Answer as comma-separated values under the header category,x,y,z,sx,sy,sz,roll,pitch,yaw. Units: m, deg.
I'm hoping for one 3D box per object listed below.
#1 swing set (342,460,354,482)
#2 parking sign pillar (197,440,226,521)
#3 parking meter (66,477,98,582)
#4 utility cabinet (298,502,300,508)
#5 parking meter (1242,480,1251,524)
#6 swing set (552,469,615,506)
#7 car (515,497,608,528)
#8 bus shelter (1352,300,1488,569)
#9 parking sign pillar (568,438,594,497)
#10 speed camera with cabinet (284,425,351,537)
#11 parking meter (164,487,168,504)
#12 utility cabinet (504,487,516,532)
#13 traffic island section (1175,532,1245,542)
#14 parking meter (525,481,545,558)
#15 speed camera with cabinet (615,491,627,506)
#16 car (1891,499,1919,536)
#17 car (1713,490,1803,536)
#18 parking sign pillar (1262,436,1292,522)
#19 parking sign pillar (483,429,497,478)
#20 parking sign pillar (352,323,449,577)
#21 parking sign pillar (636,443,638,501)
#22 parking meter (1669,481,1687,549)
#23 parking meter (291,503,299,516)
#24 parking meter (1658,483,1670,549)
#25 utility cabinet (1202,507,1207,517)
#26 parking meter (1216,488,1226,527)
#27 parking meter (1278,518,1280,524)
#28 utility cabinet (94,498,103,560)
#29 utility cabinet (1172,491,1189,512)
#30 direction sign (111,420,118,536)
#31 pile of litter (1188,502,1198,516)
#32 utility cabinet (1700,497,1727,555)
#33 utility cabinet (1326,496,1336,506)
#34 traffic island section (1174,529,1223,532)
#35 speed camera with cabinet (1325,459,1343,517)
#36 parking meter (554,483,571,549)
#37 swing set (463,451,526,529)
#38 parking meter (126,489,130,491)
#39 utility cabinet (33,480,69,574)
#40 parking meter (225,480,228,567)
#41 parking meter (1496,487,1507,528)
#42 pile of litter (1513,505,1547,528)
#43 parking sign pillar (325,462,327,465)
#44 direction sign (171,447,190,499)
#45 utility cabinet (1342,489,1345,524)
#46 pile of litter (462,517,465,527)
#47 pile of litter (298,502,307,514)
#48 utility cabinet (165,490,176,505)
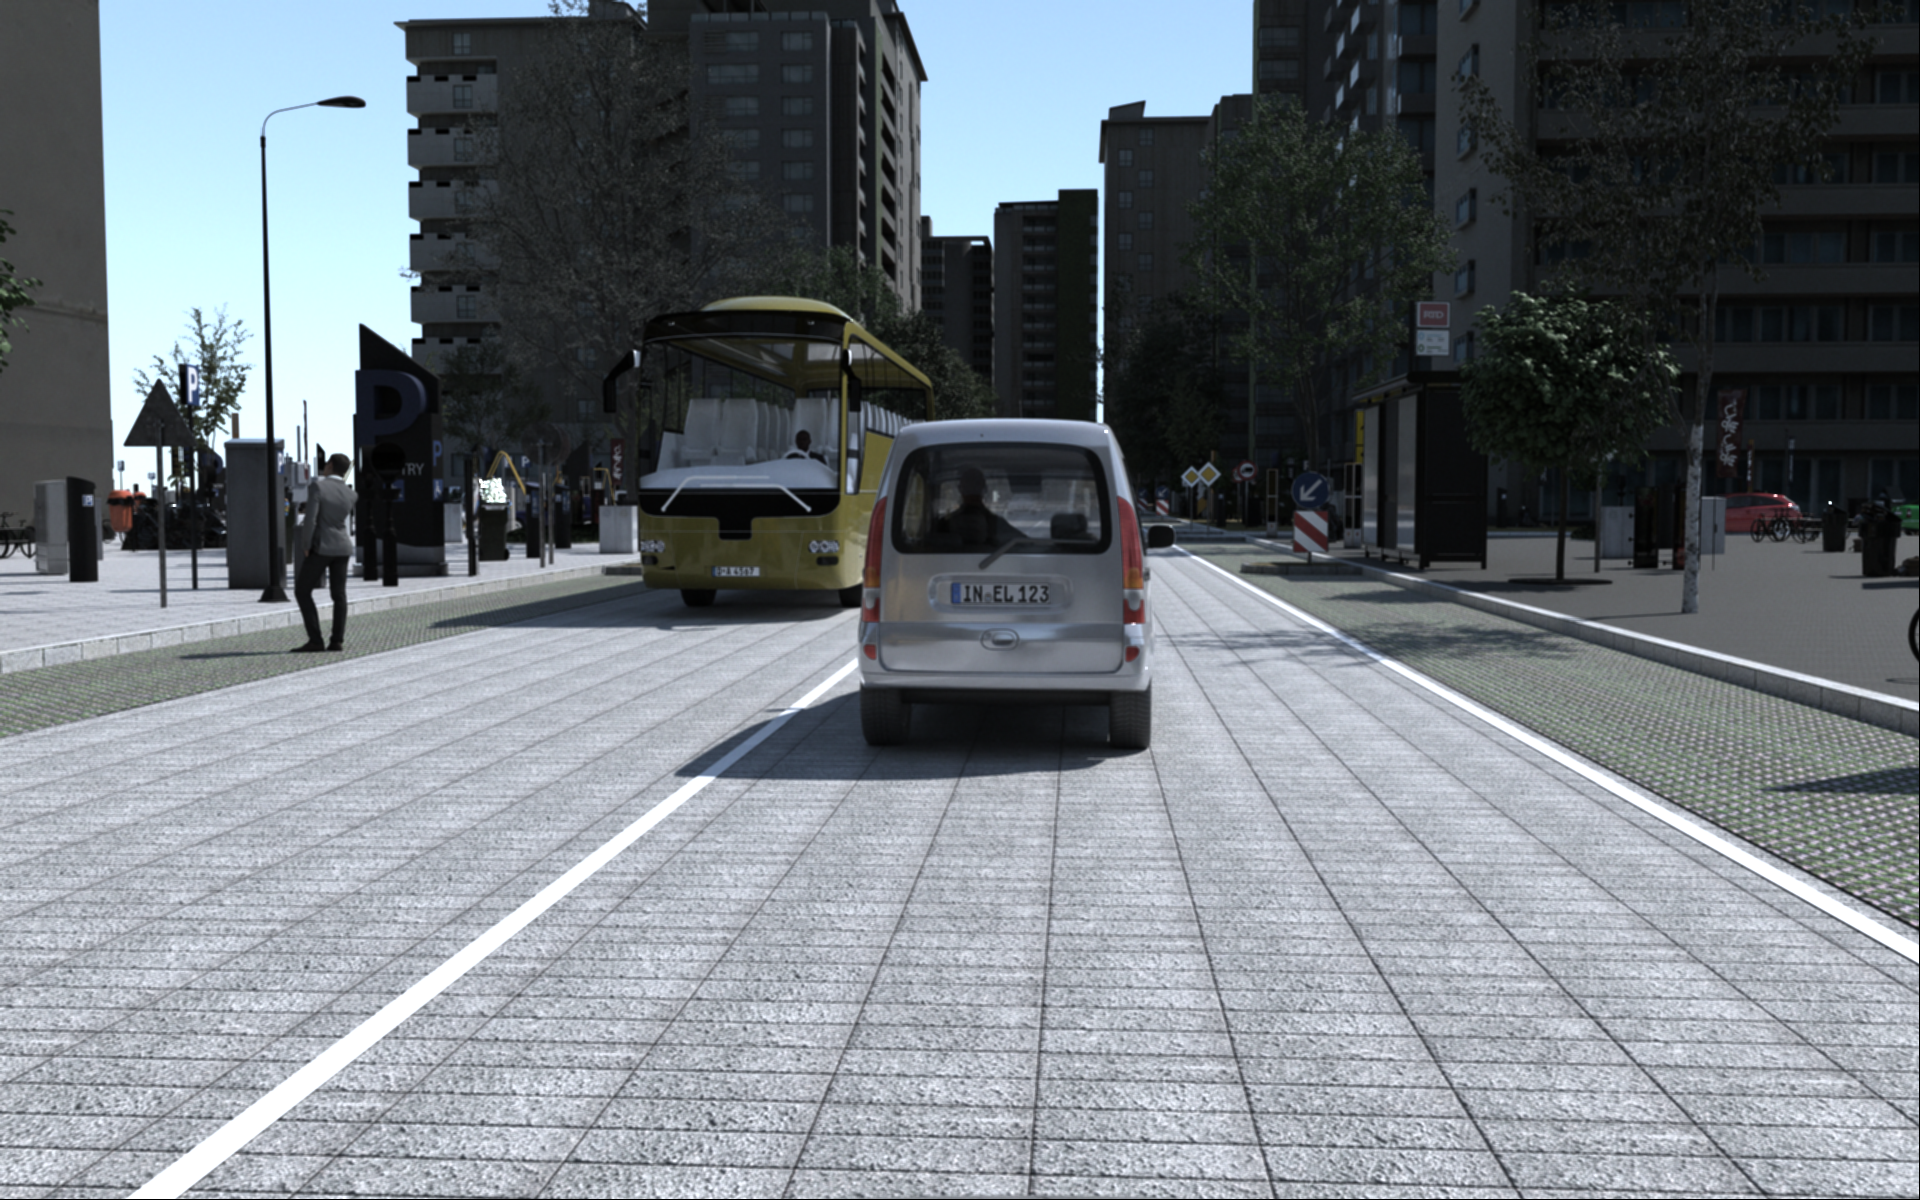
category,x,y,z,sx,sy,sz,roll,pitch,yaw
swing set,-26.910,-4.870,77.248,2.862,2.851,3.119,-1,4,-22
parking sign pillar,-36.142,-5.822,83.667,1.447,3.967,1.447,2,4,24
parking meter,-12.834,-1.035,25.326,0.372,1.533,0.369,0,3,0
utility cabinet,-48.946,-7.131,127.760,0.306,1.237,1.020,-3,4,-37
parking meter,12.275,-4.186,74.152,0.399,1.863,0.255,0,4,-1
swing set,-22.866,-6.649,106.333,3.119,2.851,2.862,-2,4,-35
car,-13.623,-2.812,58.549,3.894,1.354,1.945,0,4,3
bus shelter,8.944,-3.425,33.634,2.179,5.291,8.768,0,4,4
parking sign pillar,-18.488,-5.871,84.458,1.447,3.967,1.447,2,4,31
speed camera with cabinet,-18.836,-3.440,50.587,0.660,3.252,2.038,2,4,30
parking meter,-61.326,-7.822,133.593,0.255,1.863,0.399,2,4,26
utility cabinet,-14.672,-2.819,54.772,1.173,1.500,0.318,1,4,9
traffic island section,7.632,-1.888,53.150,2.009,0.180,2.903,0,4,4
parking meter,-8.531,-1.614,34.796,0.372,1.533,0.369,0,3,0
speed camera with cabinet,-16.234,-5.645,86.636,2.038,3.252,0.660,-1,4,-10
car,32.489,-2.868,55.688,4.718,1.807,1.959,0,4,5
car,25.105,-2.914,56.680,4.494,1.783,2.155,0,4,6
parking sign pillar,14.721,-5.626,80.463,1.447,3.967,1.447,1,4,9
parking sign pillar,-19.390,-5.081,71.552,1.447,3.967,1.447,-1,4,-18
parking sign pillar,-8.828,-2.370,27.227,1.447,3.967,1.447,0,4,8
parking sign pillar,-11.270,-4.553,62.914,1.447,3.967,1.447,-3,4,-36
parking meter,13.981,-1.524,33.334,0.372,1.533,0.369,0,3,0
parking meter,-39.659,-5.964,103.224,0.255,1.863,0.399,1,4,17
parking meter,16.532,-1.966,40.562,0.372,1.533,0.369,0,3,0
utility cabinet,13.806,-5.269,94.820,1.173,1.500,0.318,-1,4,-9
parking meter,10.139,-3.595,67.197,0.372,1.533,0.369,0,3,0
parking meter,14.006,-4.248,75.169,0.399,1.863,0.255,3,5,40
utility cabinet,-16.973,-1.394,33.956,0.306,1.237,1.020,-2,4,-27
utility cabinet,15.162,-6.763,119.259,1.173,1.500,0.318,-1,4,-23
direction sign,-26.081,-3.736,53.076,0.379,3.537,0.876,-3,5,-43
pile of litter,13.422,-5.231,99.488,1.719,0.858,1.176,-2,4,-35
utility cabinet,15.848,-1.572,36.858,1.020,1.237,0.306,-2,4,-29
utility cabinet,14.478,-3.543,69.095,1.020,1.237,0.306,-1,4,-23
traffic island section,8.180,-2.375,61.116,2.009,0.180,2.903,0,4,4
speed camera with cabinet,21.197,-6.344,98.066,2.038,3.252,0.660,-3,4,-37
parking meter,-9.361,-1.981,40.792,0.372,1.533,0.369,0,3,0
swing set,-16.970,-4.084,64.387,2.862,2.851,3.119,-1,4,-13
parking meter,-41.173,-4.714,85.479,0.372,1.533,0.369,0,3,0
utility cabinet,-14.577,-1.166,27.739,0.318,1.500,1.173,-3,4,-36
parking meter,-12.764,-1.356,30.579,0.372,1.533,0.369,0,3,0
parking meter,20.459,-3.486,65.401,0.372,1.533,0.369,0,3,0
pile of litter,22.008,-3.238,66.900,1.176,0.858,1.719,0,4,3
parking sign pillar,-48.579,-8.884,133.732,1.447,3.967,1.447,-1,4,-18
direction sign,-35.577,-5.332,79.172,0.876,3.537,0.379,0,4,-1
utility cabinet,16.376,-3.935,73.017,0.318,1.500,1.173,2,4,24
pile of litter,-19.843,-3.237,66.883,1.176,0.858,1.719,3,5,40
pile of litter,-42.125,-5.925,110.841,1.719,0.858,1.176,2,4,25
utility cabinet,-44.384,-5.421,97.311,0.318,1.500,1.173,-3,4,-37
